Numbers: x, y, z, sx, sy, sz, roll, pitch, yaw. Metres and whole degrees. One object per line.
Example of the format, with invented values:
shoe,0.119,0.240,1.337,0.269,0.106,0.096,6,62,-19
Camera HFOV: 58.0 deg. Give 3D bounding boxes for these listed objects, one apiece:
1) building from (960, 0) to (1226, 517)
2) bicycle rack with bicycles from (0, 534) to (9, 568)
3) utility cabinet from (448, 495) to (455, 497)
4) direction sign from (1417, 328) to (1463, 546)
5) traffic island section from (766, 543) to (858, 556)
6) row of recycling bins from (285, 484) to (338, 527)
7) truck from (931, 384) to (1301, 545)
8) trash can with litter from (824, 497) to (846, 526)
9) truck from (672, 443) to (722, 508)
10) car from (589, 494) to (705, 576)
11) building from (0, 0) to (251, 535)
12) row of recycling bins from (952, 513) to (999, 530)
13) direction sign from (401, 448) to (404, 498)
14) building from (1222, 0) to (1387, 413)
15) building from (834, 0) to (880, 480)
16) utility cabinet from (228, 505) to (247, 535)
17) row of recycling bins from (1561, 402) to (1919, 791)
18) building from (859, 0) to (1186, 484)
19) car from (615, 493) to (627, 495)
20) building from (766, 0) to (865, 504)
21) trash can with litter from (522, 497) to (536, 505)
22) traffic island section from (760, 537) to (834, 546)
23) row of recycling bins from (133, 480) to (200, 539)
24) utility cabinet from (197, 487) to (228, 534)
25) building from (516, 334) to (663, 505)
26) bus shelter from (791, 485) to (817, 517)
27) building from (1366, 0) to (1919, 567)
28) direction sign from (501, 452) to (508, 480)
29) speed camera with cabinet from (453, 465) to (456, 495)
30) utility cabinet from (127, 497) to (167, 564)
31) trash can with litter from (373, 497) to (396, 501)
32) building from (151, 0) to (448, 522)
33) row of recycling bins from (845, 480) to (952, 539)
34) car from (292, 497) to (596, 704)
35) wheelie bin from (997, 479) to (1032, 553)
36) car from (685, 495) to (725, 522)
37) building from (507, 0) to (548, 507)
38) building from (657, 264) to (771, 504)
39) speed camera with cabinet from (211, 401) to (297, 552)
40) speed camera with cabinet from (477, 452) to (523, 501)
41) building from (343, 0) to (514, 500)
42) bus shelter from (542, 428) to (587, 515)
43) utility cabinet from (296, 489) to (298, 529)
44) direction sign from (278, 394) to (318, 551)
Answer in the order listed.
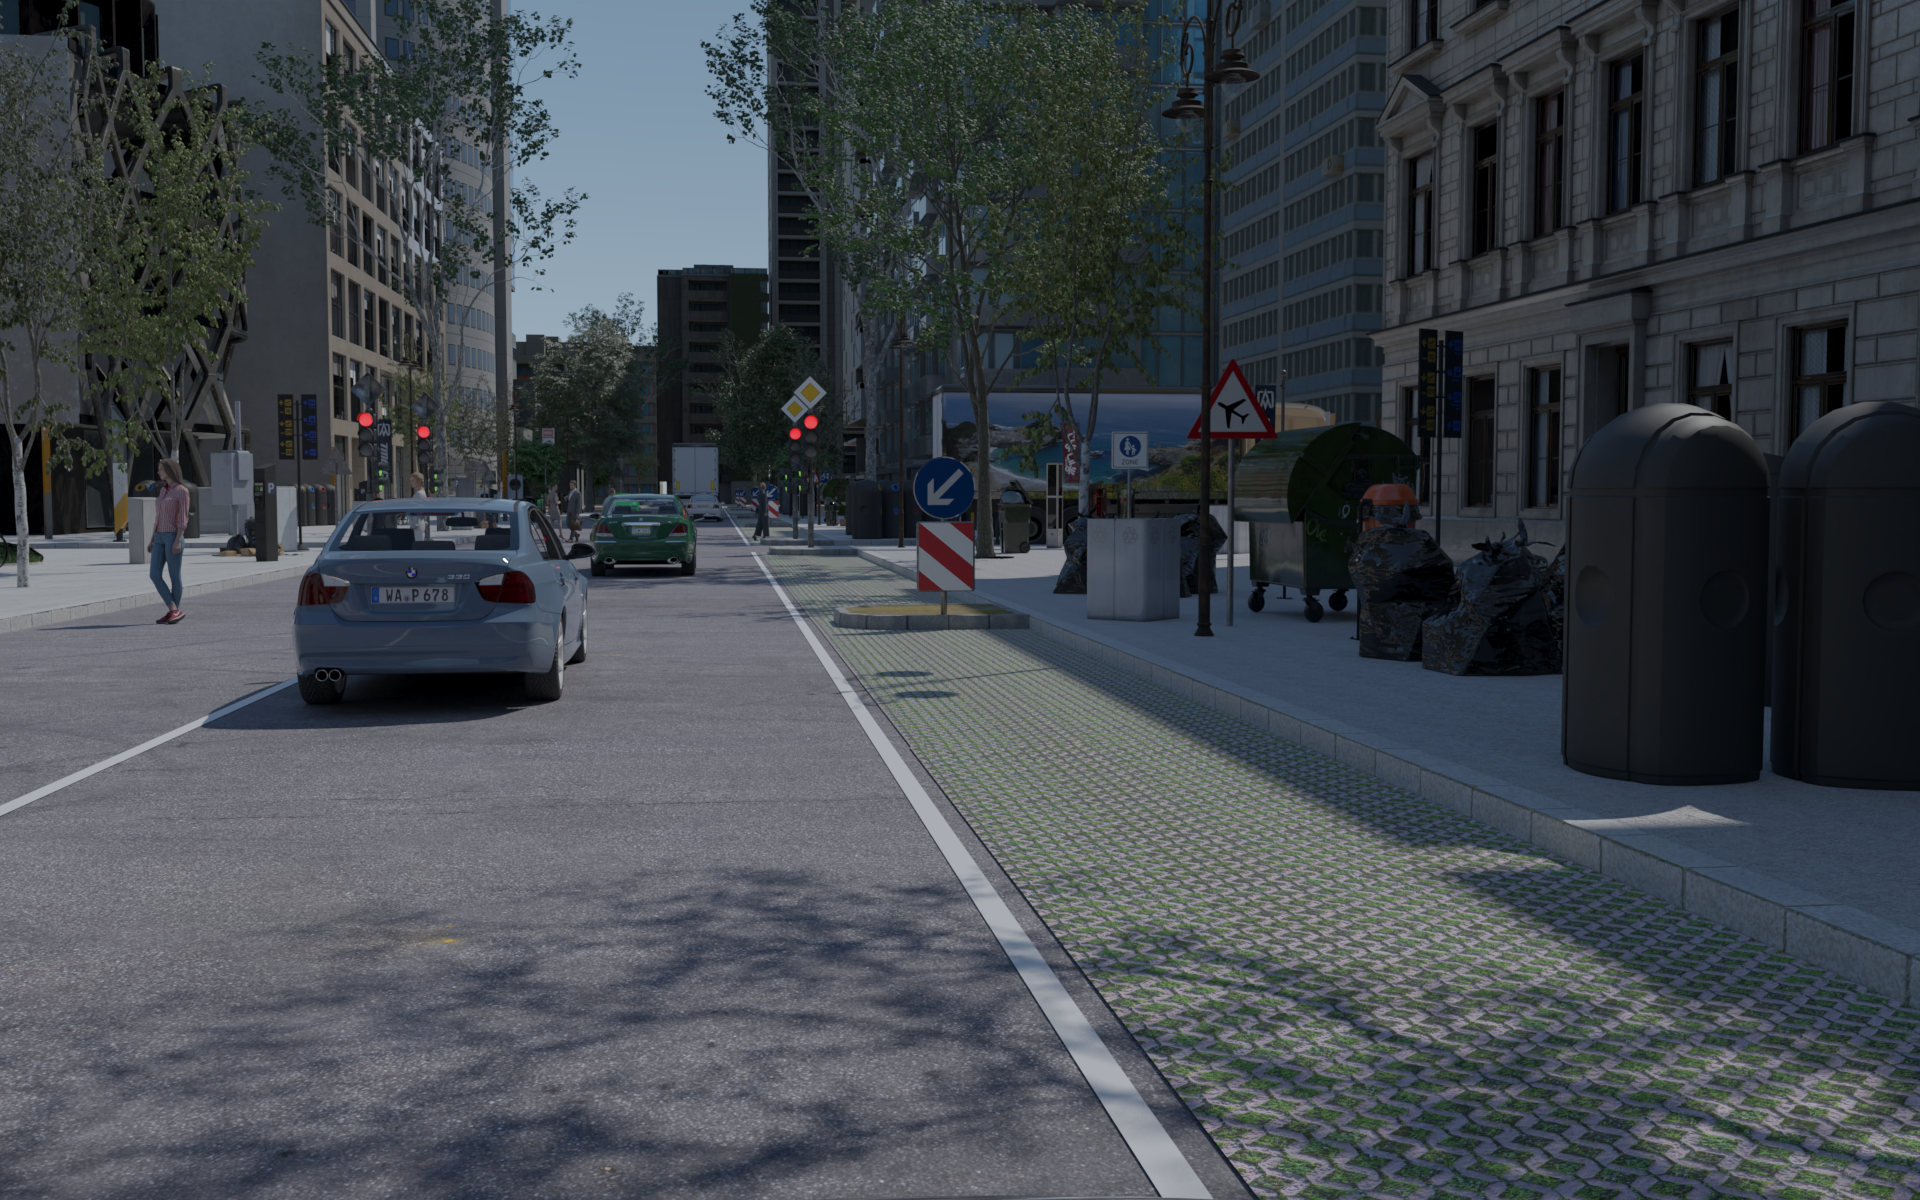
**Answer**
building,7.882,-29.944,109.193,23.786,49.044,30.456,0,4,-8
bicycle rack with bicycles,-17.157,-0.926,28.530,2.852,0.926,2.925,2,4,31
utility cabinet,-33.313,-6.260,113.507,1.020,1.237,0.306,0,4,6
direction sign,6.637,-1.956,23.985,0.876,3.537,0.379,-2,4,-34
traffic island section,-3.544,-1.172,41.442,2.009,0.180,2.903,0,4,-8
row of recycling bins,-26.086,-3.817,69.520,1.069,1.692,3.534,0,4,6
truck,4.957,-3.498,46.108,11.283,4.237,2.839,0,4,-7
trash can with litter,-4.871,-3.523,68.993,1.055,1.170,0.624,1,4,13
truck,-15.325,-6.855,100.987,2.839,4.237,11.283,0,4,-7
car,-5.763,-1.223,31.796,2.131,1.459,4.920,-1,4,-8
building,-34.482,-11.825,60.793,16.820,18.784,16.811,0,4,-8
row of recycling bins,-0.006,-3.341,61.735,3.534,1.692,1.069,-2,4,-23
direction sign,-27.469,-5.708,85.325,0.379,3.537,0.876,-1,4,-12
building,24.944,-23.180,70.869,23.993,40.220,32.217,0,4,-8
building,2.109,-36.151,180.305,28.713,52.752,27.495,0,4,-8
utility cabinet,-22.299,-2.625,54.074,1.020,1.237,0.306,-2,4,-27
row of recycling bins,4.590,-0.043,7.809,3.534,1.692,1.069,0,4,5
building,3.679,-32.474,150.552,23.786,49.044,30.456,0,4,-8
car,-21.116,-6.129,109.003,1.959,1.807,4.718,-1,4,-10
building,-14.492,-48.174,225.895,20.611,71.187,20.563,0,4,-8
trash can with litter,-19.263,-4.046,77.534,0.624,1.170,1.055,0,4,1
traffic island section,-4.666,-1.655,49.348,2.009,0.180,2.903,0,4,-8
row of recycling bins,-23.300,-2.678,50.898,1.069,1.692,3.534,-3,5,-43
utility cabinet,-23.900,-2.853,55.317,1.173,1.500,0.318,-2,4,-26
building,-53.684,-23.231,224.870,28.899,21.520,27.650,0,4,-8
bus shelter,-9.325,-6.741,101.493,1.731,3.624,6.357,0,4,-8
building,14.100,-9.839,25.499,10.561,19.102,19.286,0,4,-8
direction sign,-24.789,-6.262,94.382,0.379,3.537,0.876,0,4,6
speed camera with cabinet,-33.705,-7.453,116.194,0.660,3.252,2.038,-1,4,-14
utility cabinet,-15.041,-1.281,32.111,0.306,1.237,1.020,0,4,-1
trash can with litter,-20.901,-3.129,62.550,0.624,1.170,1.055,0,4,7
building,-39.768,-17.560,91.625,19.350,26.468,34.151,0,4,-8
row of recycling bins,-1.835,-2.642,50.313,1.069,1.692,3.534,3,5,39
car,-3.825,-0.073,13.194,2.014,1.417,4.499,-1,4,-9
wheelie bin,1.177,-1.818,37.633,0.693,1.594,0.980,-1,4,-12
car,-13.306,-4.759,90.173,2.083,1.381,4.827,0,4,-6
building,-57.573,-52.665,173.742,31.000,86.520,22.319,0,4,-8
building,-31.467,-27.485,221.081,14.107,30.474,14.160,0,4,-8
speed camera with cabinet,-15.324,-2.647,37.609,0.660,3.252,2.038,1,4,18
speed camera with cabinet,-21.472,-5.294,80.893,2.038,3.252,0.660,-1,4,-11
building,-46.858,-36.112,132.430,21.231,58.520,28.212,0,4,-8
bus shelter,-24.770,-8.002,108.458,2.179,5.291,8.768,0,4,-8
utility cabinet,-24.042,-3.274,62.210,0.318,1.500,1.173,-2,4,-29
direction sign,-15.013,-2.895,39.333,0.876,3.537,0.379,0,4,0
